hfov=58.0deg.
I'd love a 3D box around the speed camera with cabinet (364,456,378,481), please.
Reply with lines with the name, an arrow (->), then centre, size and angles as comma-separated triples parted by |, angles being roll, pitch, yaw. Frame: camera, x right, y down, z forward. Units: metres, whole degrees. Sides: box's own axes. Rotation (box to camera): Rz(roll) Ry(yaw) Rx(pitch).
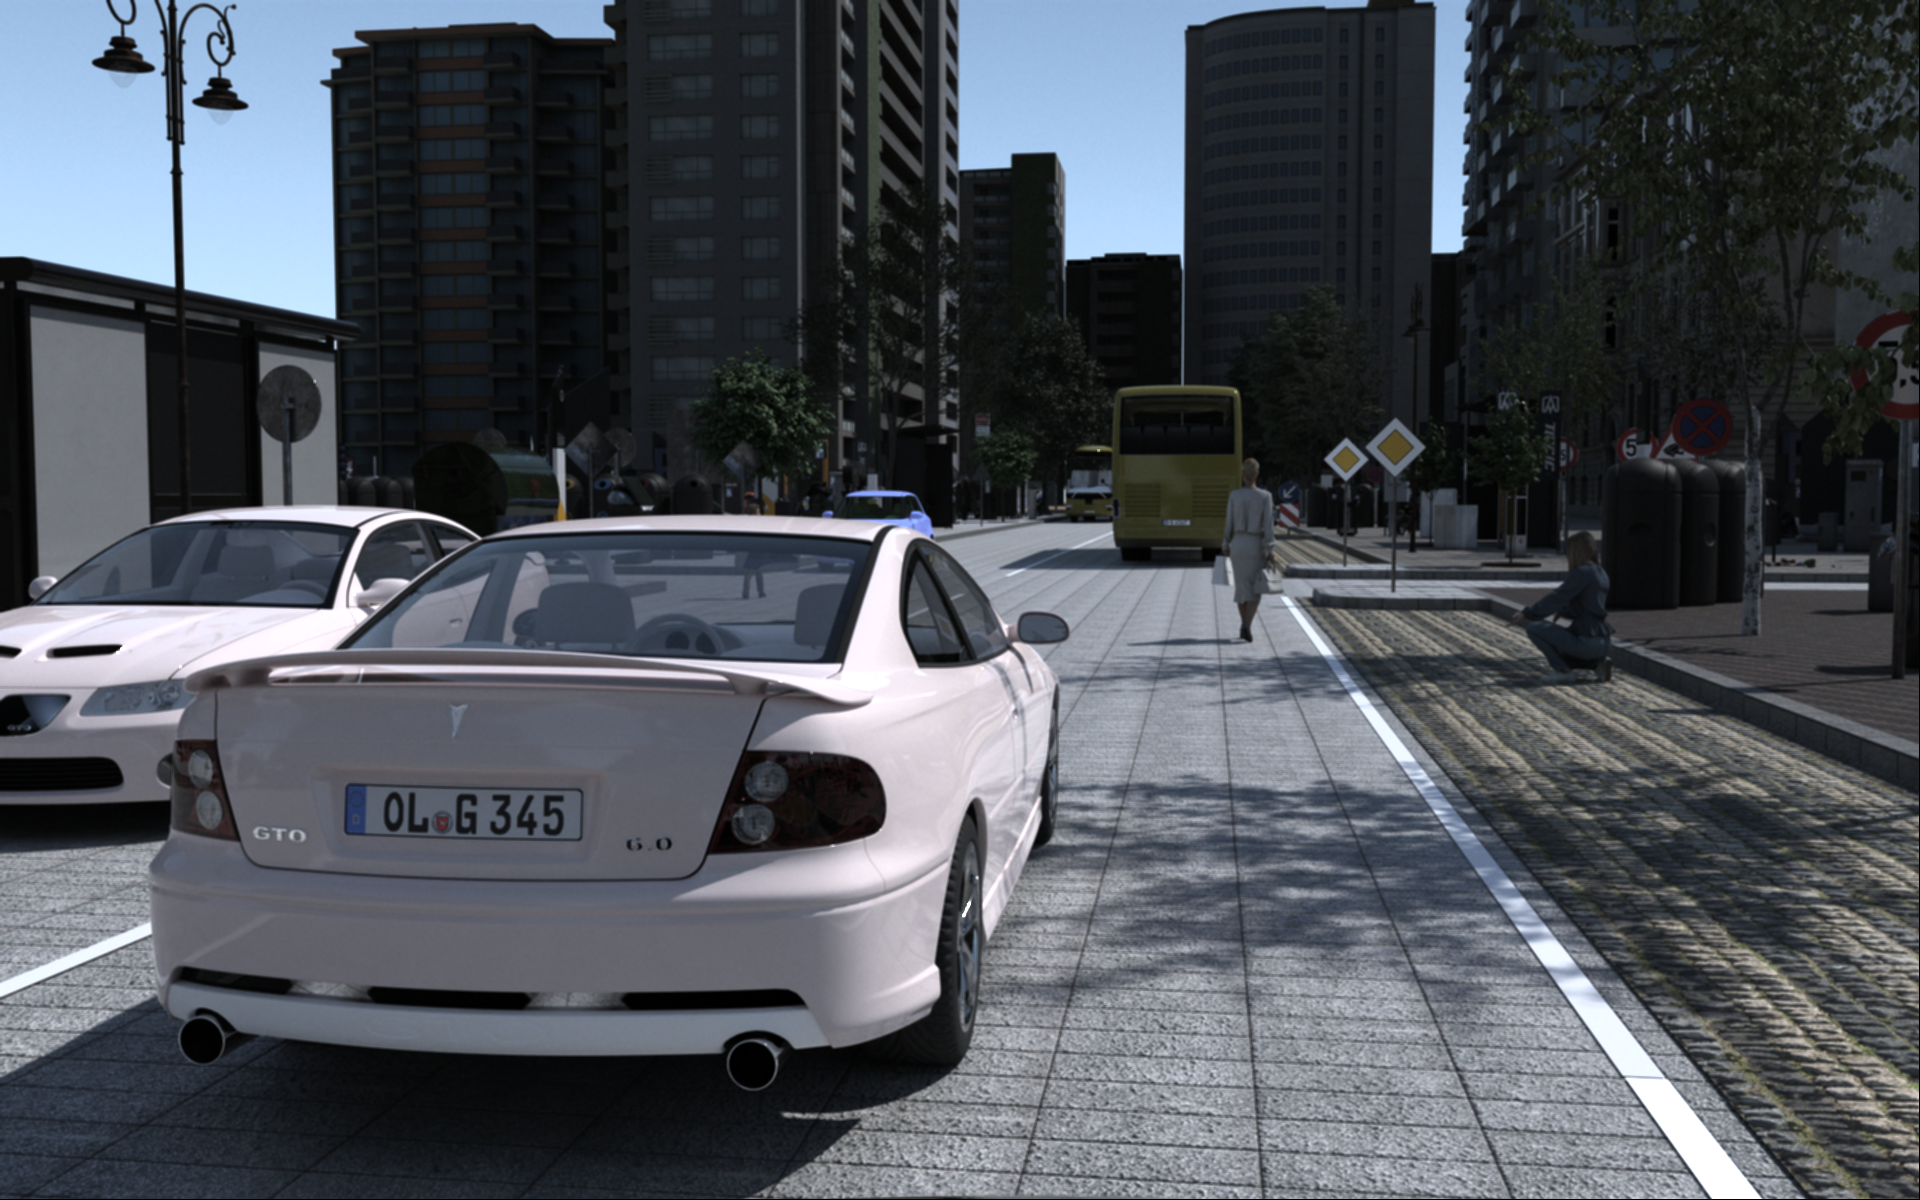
speed camera with cabinet -> -30.635, -5.944, 91.513 | 0.660, 3.252, 2.038 | 1, 4, 17

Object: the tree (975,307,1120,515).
tree -> 5.257, -11.570, 106.178 | 9.611, 12.733, 9.660 | 0, 3, 0

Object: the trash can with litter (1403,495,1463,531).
trash can with litter -> 16.139, -3.031, 60.618 | 1.678, 1.210, 2.233 | -1, 4, -22

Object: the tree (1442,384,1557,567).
tree -> 9.684, -2.215, 30.809 | 1.663, 3.219, 1.824 | 0, 3, 0

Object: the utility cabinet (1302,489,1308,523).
utility cabinet -> 15.235, -4.068, 75.199 | 0.318, 1.500, 1.173 | 0, 4, 0

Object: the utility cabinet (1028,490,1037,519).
utility cabinet -> 3.694, -4.849, 87.966 | 0.318, 1.500, 1.173 | 1, 4, 9

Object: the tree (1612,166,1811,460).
tree -> 16.197, -5.309, 37.171 | 4.360, 8.622, 3.978 | 0, 3, 0

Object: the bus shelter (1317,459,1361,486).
bus shelter -> 18.188, -5.443, 82.918 | 2.014, 3.302, 5.546 | 1, 4, 8

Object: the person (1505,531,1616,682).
person -> 4.561, 0.050, 13.181 | 1.012, 1.151, 0.738 | -3, 4, -39

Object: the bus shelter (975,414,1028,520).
bus shelter -> 2.213, -6.821, 89.163 | 2.179, 5.291, 8.768 | 0, 4, 8

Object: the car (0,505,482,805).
car -> -3.694, 0.183, 9.374 | 2.083, 1.381, 4.827 | 0, 4, 7

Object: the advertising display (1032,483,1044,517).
advertising display -> 4.427, -5.662, 97.788 | 0.123, 1.923, 0.974 | -2, 4, -34

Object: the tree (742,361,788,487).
tree -> -11.035, -8.884, 95.619 | 4.360, 8.622, 3.978 | 0, 3, 0

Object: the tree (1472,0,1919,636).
tree -> 7.001, -3.976, 15.377 | 4.737, 8.622, 4.395 | 0, 3, 0

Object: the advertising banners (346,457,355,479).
advertising banners -> -27.862, -5.198, 81.176 | 2.074, 3.025, 0.090 | 0, 4, 4

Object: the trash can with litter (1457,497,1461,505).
trash can with litter -> 19.029, -3.390, 66.812 | 0.624, 1.170, 1.055 | 1, 4, 21

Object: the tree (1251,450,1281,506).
tree -> 26.161, -11.867, 144.388 | 4.737, 8.622, 4.395 | 0, 3, 0

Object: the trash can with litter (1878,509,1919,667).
trash can with litter -> 7.437, -0.088, 12.828 | 1.055, 1.170, 0.624 | 0, 4, 2

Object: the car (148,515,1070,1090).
car -> -0.707, 0.400, 5.821 | 2.083, 1.381, 4.827 | 0, 4, 7

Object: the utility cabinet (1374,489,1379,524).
utility cabinet -> 18.233, -3.995, 74.002 | 1.173, 1.500, 0.318 | -1, 4, -23

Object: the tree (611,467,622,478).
tree -> -20.062, -6.312, 97.806 | 1.663, 3.219, 1.824 | 0, 3, 0

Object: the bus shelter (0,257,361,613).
bus shelter -> -8.987, -2.404, 16.939 | 2.179, 5.291, 8.768 | 1, 4, 8

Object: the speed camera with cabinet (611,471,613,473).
speed camera with cabinet -> -14.202, -4.360, 65.627 | 2.038, 3.252, 0.660 | 0, 4, 5

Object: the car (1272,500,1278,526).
car -> 13.326, -4.035, 77.978 | 2.014, 1.417, 4.499 | 0, 4, 8

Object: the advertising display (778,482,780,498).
advertising display -> -9.491, -5.217, 90.509 | 0.123, 1.923, 0.974 | 0, 4, -8

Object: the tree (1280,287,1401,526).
tree -> 13.431, -6.751, 60.739 | 4.360, 8.622, 3.978 | 0, 3, 0

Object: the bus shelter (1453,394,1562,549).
bus shelter -> 13.773, -3.213, 43.818 | 1.731, 3.624, 6.357 | 1, 4, 8

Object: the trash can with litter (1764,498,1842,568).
trash can with litter -> 14.594, -1.215, 30.930 | 1.678, 1.210, 2.233 | -2, 4, -26

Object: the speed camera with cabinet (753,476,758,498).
speed camera with cabinet -> -8.122, -4.729, 71.652 | 0.660, 3.252, 2.038 | -1, 4, -13

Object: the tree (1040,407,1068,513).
tree -> 6.820, -10.276, 118.368 | 4.360, 8.622, 3.978 | 0, 3, 0

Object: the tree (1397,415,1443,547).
tree -> 11.403, -2.922, 42.384 | 1.663, 3.219, 1.824 | 0, 3, 0

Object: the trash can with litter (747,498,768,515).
trash can with litter -> -6.010, -2.433, 51.174 | 0.624, 1.170, 1.055 | 0, 4, -2

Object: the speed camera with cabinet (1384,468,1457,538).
speed camera with cabinet -> 13.576, -3.468, 51.033 | 2.038, 3.252, 0.660 | 1, 4, 22

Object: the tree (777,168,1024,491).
tree -> -1.825, -7.037, 49.463 | 7.601, 10.594, 8.767 | 1, 4, 17

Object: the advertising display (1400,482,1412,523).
advertising display -> 20.077, -4.437, 77.753 | 0.123, 1.923, 0.974 | -2, 4, -24

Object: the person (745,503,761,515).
person -> -2.854, -0.670, 23.733 | 0.475, 1.303, 0.640 | 1, 4, 9

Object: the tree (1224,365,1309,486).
tree -> 24.178, -12.931, 137.172 | 9.928, 11.665, 9.643 | 0, 3, 0

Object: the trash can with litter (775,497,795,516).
trash can with litter -> -11.639, -5.977, 108.782 | 2.233, 1.210, 1.678 | 0, 4, 4

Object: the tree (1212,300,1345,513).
tree -> 21.672, -12.775, 115.521 | 9.857, 13.997, 8.962 | 0, 3, 0

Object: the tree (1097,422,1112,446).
tree -> 15.133, -13.656, 173.633 | 4.360, 8.622, 3.978 | 0, 3, 0

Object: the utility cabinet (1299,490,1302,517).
utility cabinet -> 19.599, -5.441, 97.638 | 1.173, 1.500, 0.318 | -3, 5, -40

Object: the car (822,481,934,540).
car -> -1.583, -1.432, 32.999 | 1.945, 1.707, 3.694 | 1, 4, 9

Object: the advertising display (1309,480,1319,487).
advertising display -> 16.721, -4.693, 81.942 | 0.123, 1.923, 0.974 | 2, 4, 32

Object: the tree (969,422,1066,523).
tree -> 2.034, -5.813, 78.748 | 4.285, 4.588, 4.351 | 0, 3, 0

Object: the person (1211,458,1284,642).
person -> 2.785, -0.494, 16.924 | 0.694, 1.780, 0.624 | 3, 4, 38

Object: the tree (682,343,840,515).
tree -> -4.342, -3.295, 37.586 | 4.285, 4.588, 4.351 | 0, 3, 0

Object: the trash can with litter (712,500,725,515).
trash can with litter -> -6.023, -1.968, 43.558 | 1.055, 1.170, 0.624 | 2, 4, 33

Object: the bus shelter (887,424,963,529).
bus shelter -> -1.198, -4.277, 61.217 | 1.731, 3.624, 6.357 | 1, 4, 8

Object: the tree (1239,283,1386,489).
tree -> 18.937, -10.704, 93.140 | 7.486, 12.596, 7.792 | 0, 3, 0
